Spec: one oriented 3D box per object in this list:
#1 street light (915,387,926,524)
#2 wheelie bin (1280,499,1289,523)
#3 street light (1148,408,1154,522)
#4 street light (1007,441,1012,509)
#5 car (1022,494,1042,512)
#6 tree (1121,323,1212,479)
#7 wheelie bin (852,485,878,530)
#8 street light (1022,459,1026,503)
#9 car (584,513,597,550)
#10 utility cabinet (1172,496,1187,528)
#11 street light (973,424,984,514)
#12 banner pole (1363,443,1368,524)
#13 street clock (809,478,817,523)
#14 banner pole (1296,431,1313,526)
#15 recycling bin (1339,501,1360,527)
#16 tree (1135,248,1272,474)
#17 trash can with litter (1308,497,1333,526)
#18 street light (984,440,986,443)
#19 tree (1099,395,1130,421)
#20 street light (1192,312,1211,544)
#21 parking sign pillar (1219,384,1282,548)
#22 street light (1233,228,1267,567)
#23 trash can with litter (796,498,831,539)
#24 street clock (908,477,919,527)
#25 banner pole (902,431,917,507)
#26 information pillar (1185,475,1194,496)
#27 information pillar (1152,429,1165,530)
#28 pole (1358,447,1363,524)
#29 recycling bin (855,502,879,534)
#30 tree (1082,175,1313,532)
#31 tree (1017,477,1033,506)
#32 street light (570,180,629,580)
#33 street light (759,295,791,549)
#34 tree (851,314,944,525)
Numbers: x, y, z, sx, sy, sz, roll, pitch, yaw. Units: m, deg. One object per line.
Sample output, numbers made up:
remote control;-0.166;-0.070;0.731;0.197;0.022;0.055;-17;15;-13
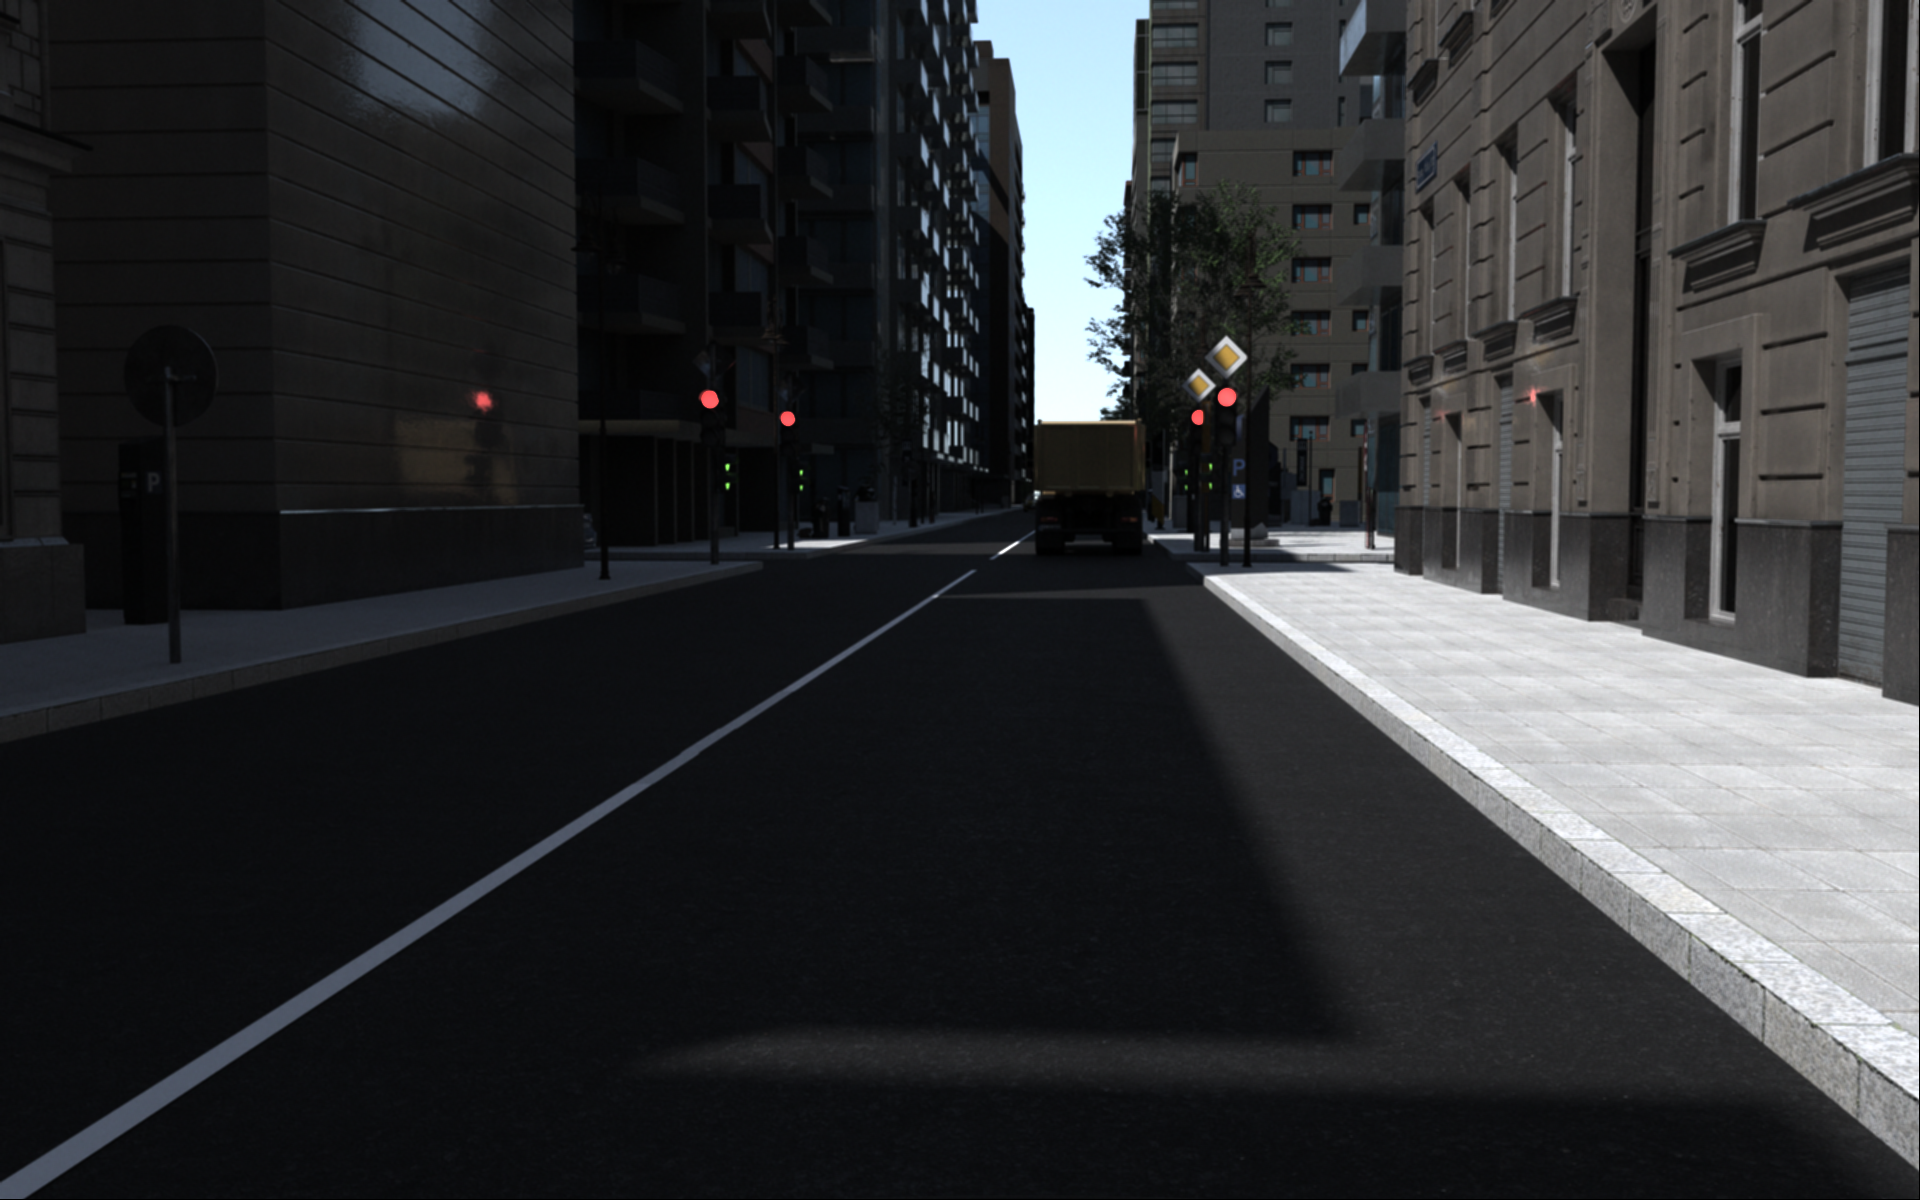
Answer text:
street light;-1.621;-6.242;74.841;0.468;5.910;1.993;0;4;4
wheelie bin;14.233;-4.233;77.118;0.693;1.594;0.980;-2;4;-31
street light;8.777;-6.476;78.670;0.468;5.910;1.993;0;4;4
street light;4.307;-10.908;151.129;0.468;5.910;1.993;0;4;4
car;6.021;-7.913;139.603;2.015;1.641;3.980;0;4;5
tree;8.746;-7.578;74.269;4.737;8.622;4.395;0;3;0
wheelie bin;-3.267;-3.193;60.109;0.693;1.594;0.980;2;4;28
street light;6.874;-13.047;186.099;0.468;5.910;1.993;0;4;4
car;-9.905;-1.481;36.211;4.499;1.417;2.014;0;4;4
utility cabinet;8.490;-3.292;64.980;1.020;1.237;0.306;-1;4;-22
street light;1.073;-8.356;109.407;0.468;5.910;1.993;0;4;4
banner pole;17.398;-5.131;73.914;0.401;3.779;0.863;0;4;5
street clock;-6.467;-4.383;76.230;0.358;2.002;0.471;0;4;4
banner pole;13.664;-4.801;68.519;0.863;3.779;0.401;-1;4;-21
recycling bin;15.184;-3.356;67.432;0.722;1.027;0.722;1;4;19
tree;7.257;-6.186;51.505;4.360;8.622;3.978;0;3;0
trash can with litter;14.499;-3.574;69.827;0.624;1.170;1.055;-3;4;-38
street light;1.493;-8.759;115.990;0.468;5.910;1.993;0;4;4
tree;18.397;-17.052;196.935;7.486;12.596;7.792;0;3;0
street light;6.171;-4.361;44.097;0.468;5.910;1.993;0;4;4
parking sign pillar;7.030;-3.271;41.959;1.447;3.967;1.447;2;4;34
street light;5.057;-3.520;30.339;0.468;5.910;1.993;0;4;4
trash can with litter;-4.251;-2.367;50.092;1.055;1.170;0.624;2;4;25
street clock;-1.783;-3.804;66.769;0.358;2.002;0.471;2;4;32
banner pole;-1.964;-4.816;68.761;0.863;3.779;0.401;2;4;29
information pillar;8.790;-3.765;66.055;0.304;2.012;0.304;-2;4;-23
information pillar;7.170;-4.355;62.557;0.504;3.616;0.183;3;5;40
pole;17.284;-4.950;74.780;0.158;3.312;0.155;0;3;0
recycling bin;-2.995;-2.644;55.776;0.722;1.027;0.722;0;4;4
tree;7.858;-8.083;57.913;9.928;11.665;9.643;0;3;0
tree;7.281;-11.998;190.768;1.663;3.219;1.824;0;3;0
street light;-5.347;-3.248;25.895;0.468;5.910;1.993;0;4;4
street light;-4.285;-4.127;40.272;0.468;5.910;1.993;0;4;4
tree;-2.705;-7.415;71.599;4.360;8.622;3.978;0;3;0
